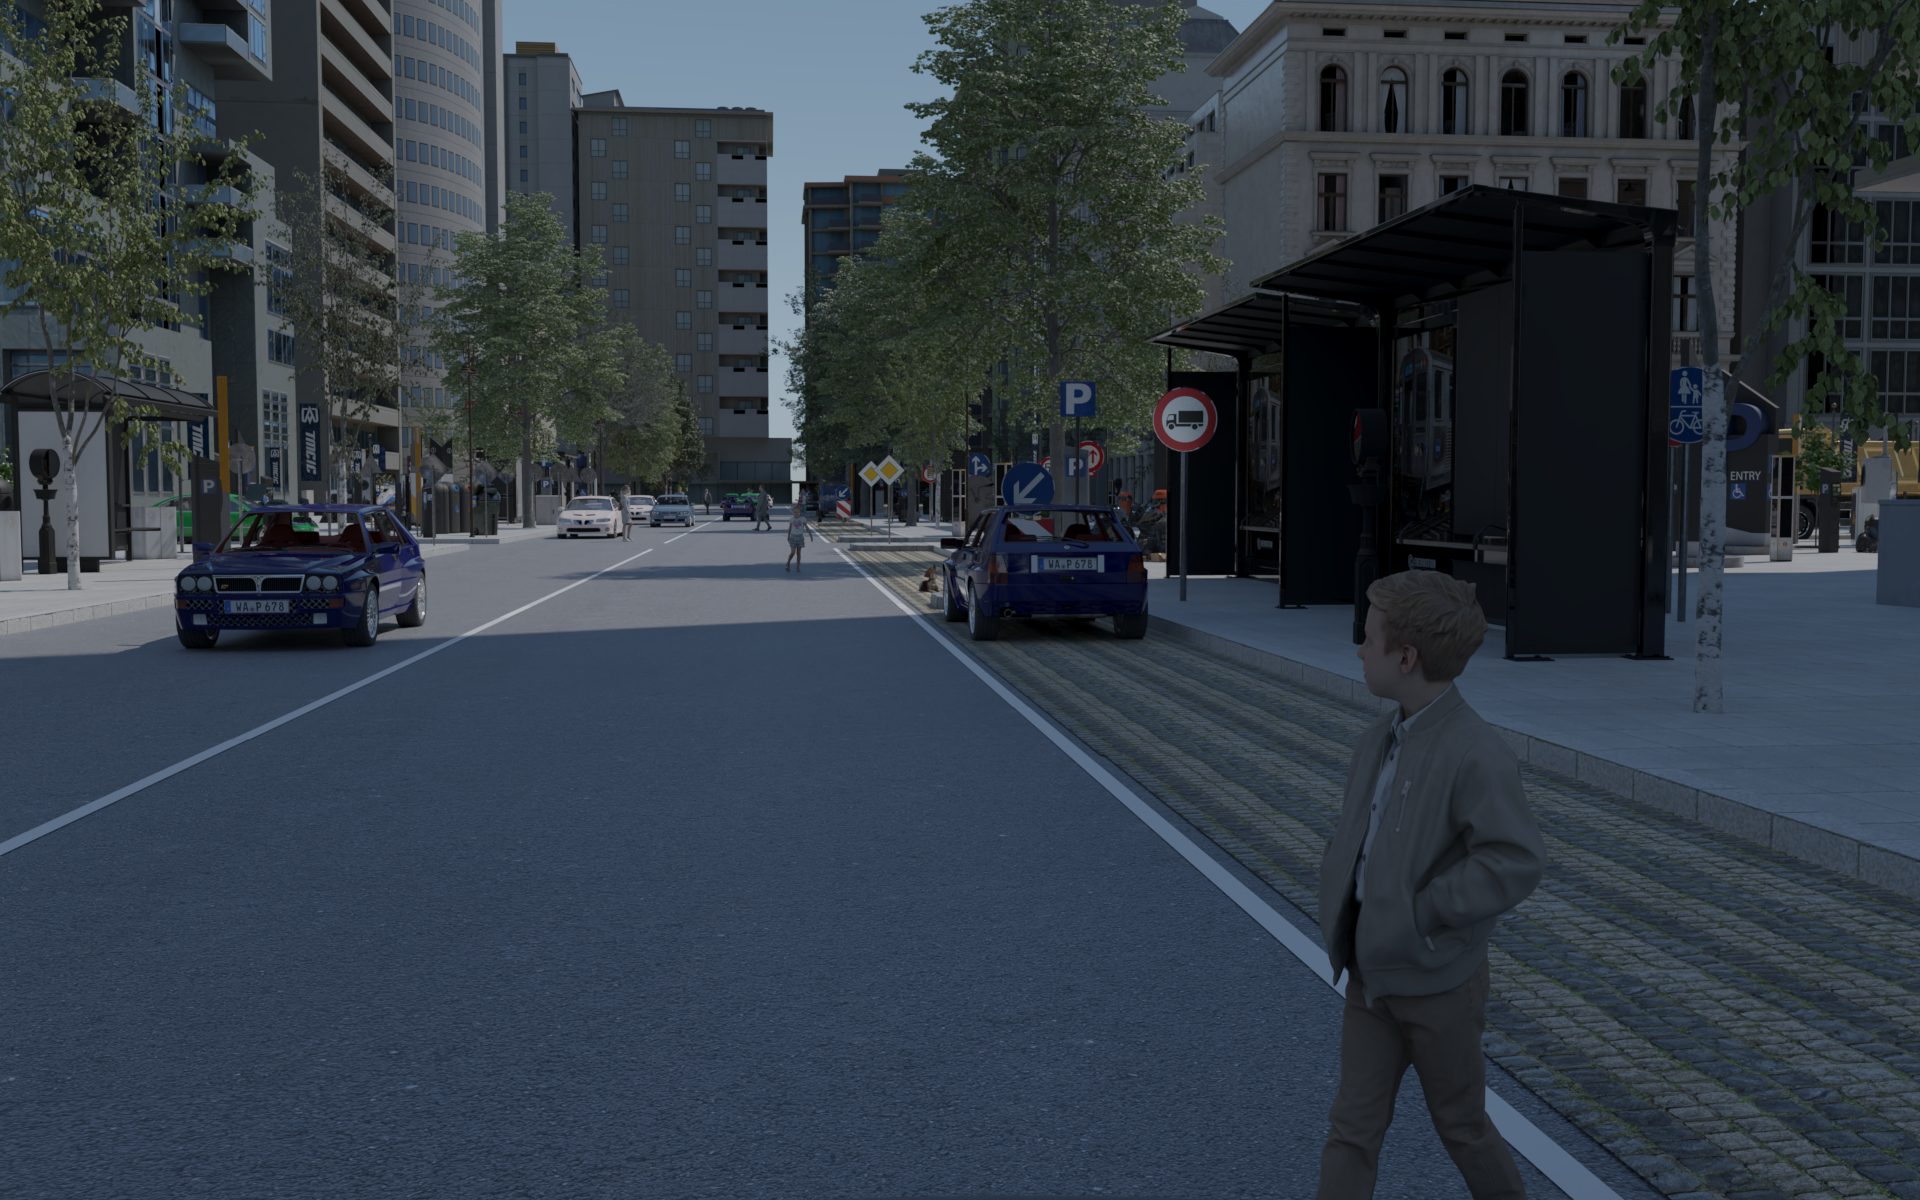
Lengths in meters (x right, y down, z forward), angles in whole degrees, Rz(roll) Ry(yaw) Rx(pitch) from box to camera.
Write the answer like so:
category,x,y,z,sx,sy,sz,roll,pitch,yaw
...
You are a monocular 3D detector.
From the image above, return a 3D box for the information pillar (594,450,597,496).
category,x,y,z,sx,sy,sz,roll,pitch,yaw
information pillar,-19.451,-6.181,92.417,0.183,3.616,0.504,0,4,-6

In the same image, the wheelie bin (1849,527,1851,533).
category,x,y,z,sx,sy,sz,roll,pitch,yaw
wheelie bin,29.538,-2.995,56.872,0.980,1.594,0.693,-3,5,-44

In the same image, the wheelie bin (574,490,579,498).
category,x,y,z,sx,sy,sz,roll,pitch,yaw
wheelie bin,-26.300,-6.877,120.340,0.980,1.594,0.693,-2,4,-29

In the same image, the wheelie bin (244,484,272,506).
category,x,y,z,sx,sy,sz,roll,pitch,yaw
wheelie bin,-21.664,-2.787,53.480,0.980,1.594,0.693,1,4,16

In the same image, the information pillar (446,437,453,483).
category,x,y,z,sx,sy,sz,roll,pitch,yaw
information pillar,-21.111,-4.893,71.363,0.183,3.616,0.504,3,5,40

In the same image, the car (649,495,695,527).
category,x,y,z,sx,sy,sz,roll,pitch,yaw
car,-12.606,-3.916,76.027,2.014,1.417,4.499,0,4,-5

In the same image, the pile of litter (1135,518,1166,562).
category,x,y,z,sx,sy,sz,roll,pitch,yaw
pile of litter,3.966,-1.161,32.952,1.719,0.858,1.176,1,4,18

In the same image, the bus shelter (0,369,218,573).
category,x,y,z,sx,sy,sz,roll,pitch,yaw
bus shelter,-14.938,-2.252,30.744,2.014,3.302,5.546,0,4,-6

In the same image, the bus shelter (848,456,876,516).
category,x,y,z,sx,sy,sz,roll,pitch,yaw
bus shelter,-6.144,-7.061,106.733,1.731,3.624,6.357,0,4,-6

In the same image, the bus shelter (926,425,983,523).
category,x,y,z,sx,sy,sz,roll,pitch,yaw
bus shelter,-0.460,-6.400,82.265,2.179,5.291,8.768,0,4,-6

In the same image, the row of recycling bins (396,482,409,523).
category,x,y,z,sx,sy,sz,roll,pitch,yaw
row of recycling bins,-20.328,-3.365,62.130,1.069,1.692,3.534,-2,4,-26

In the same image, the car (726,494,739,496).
category,x,y,z,sx,sy,sz,roll,pitch,yaw
car,-25.201,-11.179,191.572,1.959,1.807,4.718,0,4,-5

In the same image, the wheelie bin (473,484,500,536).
category,x,y,z,sx,sy,sz,roll,pitch,yaw
wheelie bin,-14.682,-2.803,53.744,0.693,1.594,0.980,2,4,34

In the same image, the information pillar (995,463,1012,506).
category,x,y,z,sx,sy,sz,roll,pitch,yaw
information pillar,1.040,-2.245,41.197,0.304,2.012,0.304,2,4,33

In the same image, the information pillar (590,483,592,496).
category,x,y,z,sx,sy,sz,roll,pitch,yaw
information pillar,-20.186,-5.481,94.107,0.304,2.012,0.304,1,4,12

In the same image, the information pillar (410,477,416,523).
category,x,y,z,sx,sy,sz,roll,pitch,yaw
information pillar,-23.646,-4.323,75.177,0.304,2.012,0.304,3,5,41

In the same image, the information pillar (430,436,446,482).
category,x,y,z,sx,sy,sz,roll,pitch,yaw
information pillar,-21.287,-4.834,70.397,0.504,3.616,0.183,0,4,4

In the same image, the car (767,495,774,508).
category,x,y,z,sx,sy,sz,roll,pitch,yaw
car,-20.492,-10.291,180.611,2.083,1.381,4.827,0,4,-5

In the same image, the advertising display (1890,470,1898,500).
category,x,y,z,sx,sy,sz,roll,pitch,yaw
advertising display,24.772,-2.514,46.325,0.974,1.923,0.123,-3,4,-36

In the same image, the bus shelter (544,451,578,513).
category,x,y,z,sx,sy,sz,roll,pitch,yaw
bus shelter,-20.486,-6.619,85.858,2.179,5.291,8.768,0,4,-6

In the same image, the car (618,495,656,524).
category,x,y,z,sx,sy,sz,roll,pitch,yaw
car,-15.282,-4.288,82.472,2.083,1.381,4.827,0,4,-6

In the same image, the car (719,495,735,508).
category,x,y,z,sx,sy,sz,roll,pitch,yaw
car,-23.599,-10.046,176.828,1.945,1.354,3.894,0,4,-5

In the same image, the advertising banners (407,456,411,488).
category,x,y,z,sx,sy,sz,roll,pitch,yaw
advertising banners,-25.636,-5.061,78.940,2.074,3.025,0.090,1,4,13

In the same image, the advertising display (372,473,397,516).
category,x,y,z,sx,sy,sz,roll,pitch,yaw
advertising display,-17.494,-2.902,52.665,0.123,1.923,0.974,1,4,20

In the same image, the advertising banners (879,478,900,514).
category,x,y,z,sx,sy,sz,roll,pitch,yaw
advertising banners,-4.379,-6.948,109.789,2.074,3.025,0.090,-3,5,-40

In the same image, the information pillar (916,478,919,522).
category,x,y,z,sx,sy,sz,roll,pitch,yaw
information pillar,-2.081,-4.596,79.631,0.304,2.012,0.304,3,5,43

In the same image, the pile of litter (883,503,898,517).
category,x,y,z,sx,sy,sz,roll,pitch,yaw
pile of litter,-3.626,-4.933,94.620,1.176,0.858,1.719,0,4,-2

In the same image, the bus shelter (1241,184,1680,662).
category,x,y,z,sx,sy,sz,roll,pitch,yaw
bus shelter,4.399,-1.533,16.340,1.731,3.624,6.357,0,4,-6

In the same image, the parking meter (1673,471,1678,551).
category,x,y,z,sx,sy,sz,roll,pitch,yaw
parking meter,15.977,-2.025,38.821,0.399,1.863,0.255,1,4,20

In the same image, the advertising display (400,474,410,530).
category,x,y,z,sx,sy,sz,roll,pitch,yaw
advertising display,-17.833,-3.086,55.673,0.123,1.923,0.974,-2,4,-26

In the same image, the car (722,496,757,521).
category,x,y,z,sx,sy,sz,roll,pitch,yaw
car,-11.810,-4.921,93.036,1.945,1.354,3.894,0,4,-4

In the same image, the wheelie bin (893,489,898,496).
category,x,y,z,sx,sy,sz,roll,pitch,yaw
wheelie bin,-4.369,-6.602,115.846,0.693,1.594,0.980,0,4,6

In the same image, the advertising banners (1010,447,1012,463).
category,x,y,z,sx,sy,sz,roll,pitch,yaw
advertising banners,2.005,-4.168,64.342,0.090,3.025,2.074,0,4,-5

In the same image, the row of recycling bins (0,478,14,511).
category,x,y,z,sx,sy,sz,roll,pitch,yaw
row of recycling bins,-22.175,-2.052,40.661,3.534,1.692,1.069,0,4,-5

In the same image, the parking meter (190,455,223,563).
category,x,y,z,sx,sy,sz,roll,pitch,yaw
parking meter,-11.376,-1.252,26.178,0.399,1.863,0.255,-3,5,-42

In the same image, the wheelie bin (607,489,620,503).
category,x,y,z,sx,sy,sz,roll,pitch,yaw
wheelie bin,-22.292,-6.345,111.648,0.693,1.594,0.980,1,4,13

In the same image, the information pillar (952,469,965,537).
category,x,y,z,sx,sy,sz,roll,pitch,yaw
information pillar,-0.031,-2.892,51.780,0.304,2.012,0.304,2,4,33

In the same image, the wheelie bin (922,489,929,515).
category,x,y,z,sx,sy,sz,roll,pitch,yaw
wheelie bin,-1.981,-6.114,107.876,0.693,1.594,0.980,-2,4,-27

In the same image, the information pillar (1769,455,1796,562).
category,x,y,z,sx,sy,sz,roll,pitch,yaw
information pillar,15.604,-1.735,32.864,0.304,2.012,0.304,0,4,-2

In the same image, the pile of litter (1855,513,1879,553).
category,x,y,z,sx,sy,sz,roll,pitch,yaw
pile of litter,20.358,-1.471,38.021,1.719,0.858,1.176,-2,4,-29

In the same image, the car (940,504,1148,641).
category,x,y,z,sx,sy,sz,roll,pitch,yaw
car,0.810,-0.346,18.237,1.945,1.354,3.894,0,4,-6

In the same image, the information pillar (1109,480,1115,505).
category,x,y,z,sx,sy,sz,roll,pitch,yaw
information pillar,7.892,-5.243,90.217,0.304,2.012,0.304,3,4,36

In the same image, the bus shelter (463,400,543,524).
category,x,y,z,sx,sy,sz,roll,pitch,yaw
bus shelter,-20.150,-6.011,75.913,2.179,5.291,8.768,0,4,-6

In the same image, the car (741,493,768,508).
category,x,y,z,sx,sy,sz,roll,pitch,yaw
car,-13.054,-6.108,108.665,1.959,1.807,4.718,0,4,-5

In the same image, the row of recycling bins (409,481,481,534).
category,x,y,z,sx,sy,sz,roll,pitch,yaw
row of recycling bins,-16.623,-3.043,56.860,1.069,1.692,3.534,1,4,11

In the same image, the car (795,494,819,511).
category,x,y,z,sx,sy,sz,roll,pitch,yaw
car,-11.404,-7.380,130.454,2.009,1.686,4.222,0,4,-7

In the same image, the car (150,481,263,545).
category,x,y,z,sx,sy,sz,roll,pitch,yaw
car,-19.363,-2.250,45.591,4.718,1.807,1.959,0,4,-6

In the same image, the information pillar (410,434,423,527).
category,x,y,z,sx,sy,sz,roll,pitch,yaw
information pillar,-21.183,-4.663,67.589,0.504,3.616,0.183,1,4,15

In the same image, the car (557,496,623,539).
category,x,y,z,sx,sy,sz,roll,pitch,yaw
car,-12.148,-2.744,57.226,2.083,1.381,4.827,0,4,-5

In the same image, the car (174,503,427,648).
category,x,y,z,sx,sy,sz,roll,pitch,yaw
car,-6.519,-0.294,17.381,1.945,1.354,3.894,0,4,-7

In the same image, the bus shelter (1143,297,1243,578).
category,x,y,z,sx,sy,sz,roll,pitch,yaw
bus shelter,3.960,-1.962,23.359,1.731,3.624,6.357,0,4,-6

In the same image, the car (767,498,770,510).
category,x,y,z,sx,sy,sz,roll,pitch,yaw
car,-18.108,-8.785,155.638,2.014,1.417,4.499,0,4,-5
